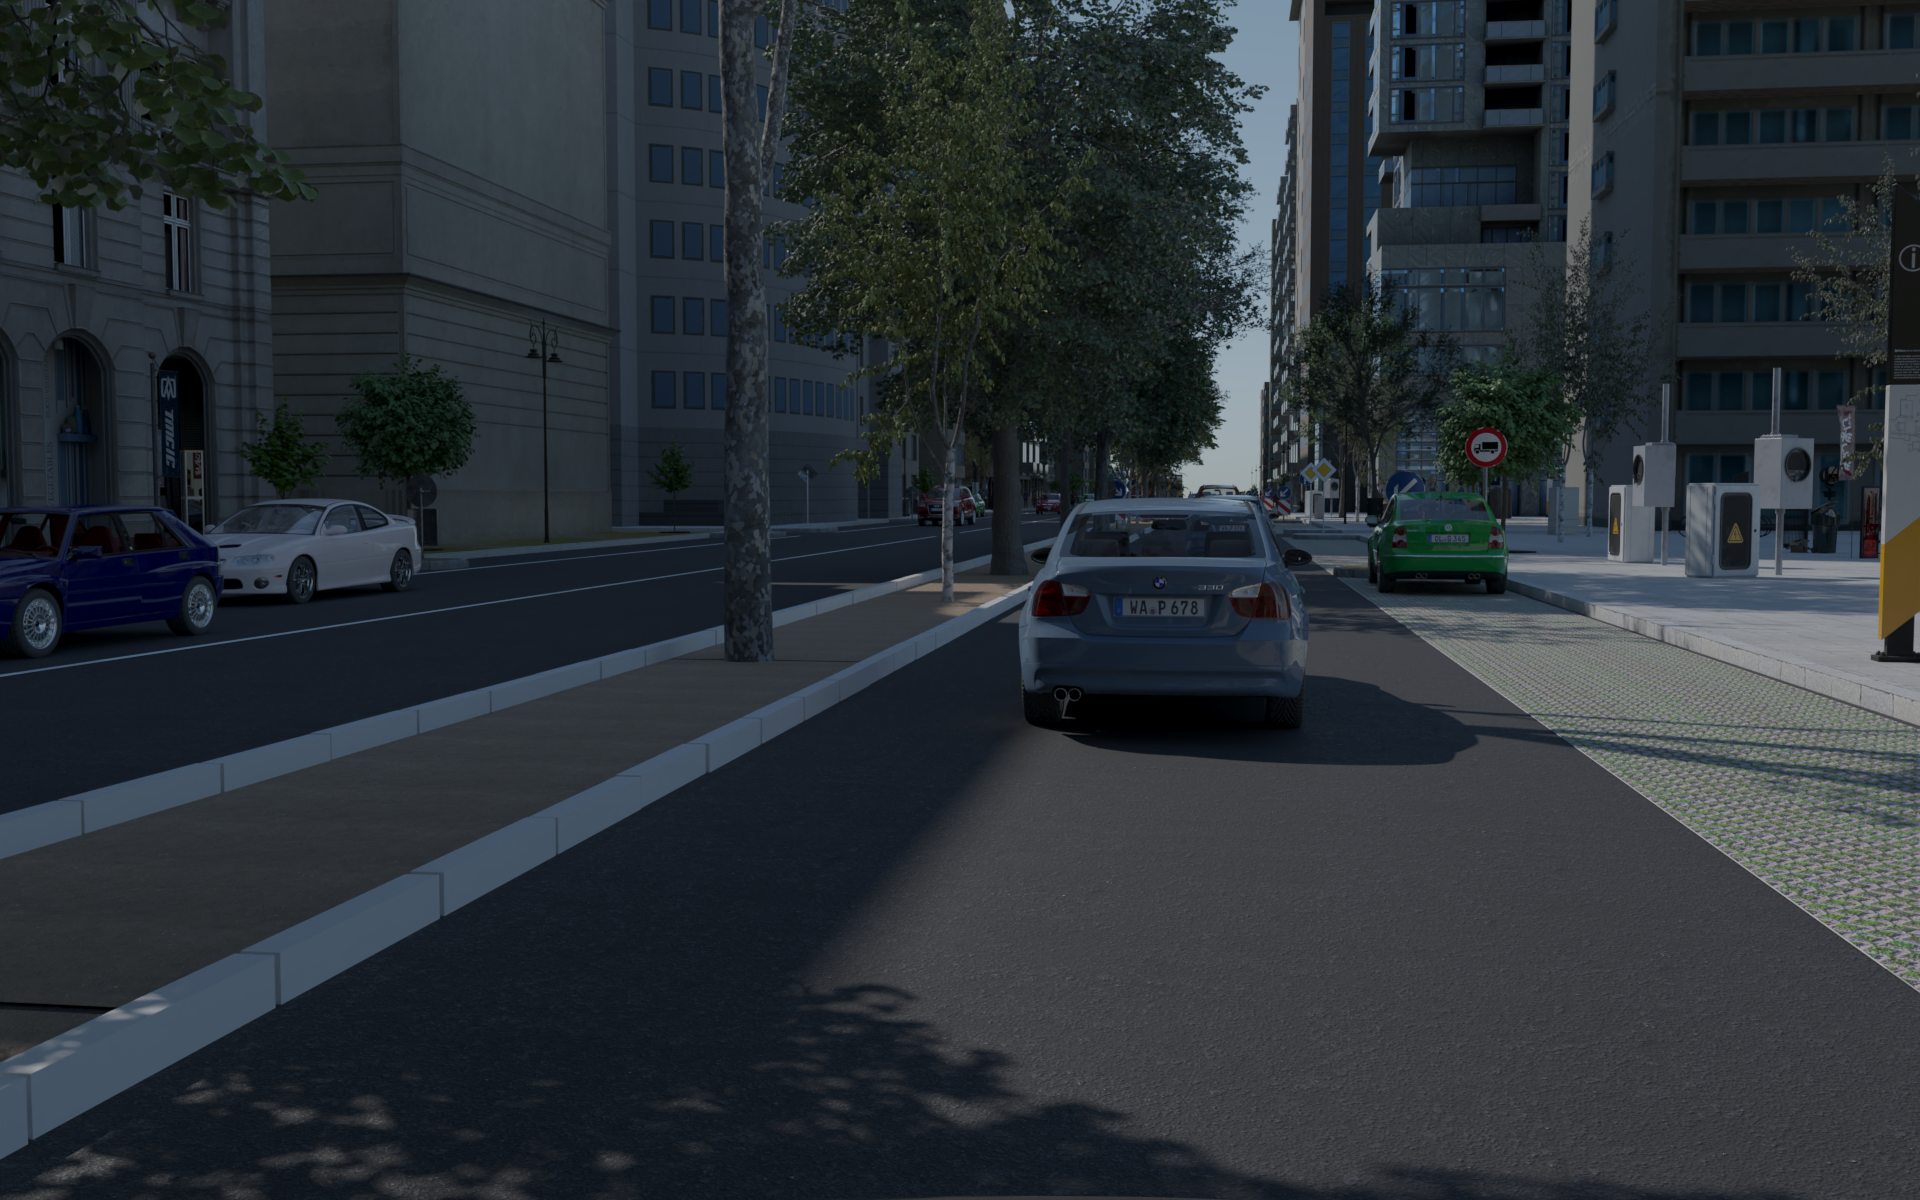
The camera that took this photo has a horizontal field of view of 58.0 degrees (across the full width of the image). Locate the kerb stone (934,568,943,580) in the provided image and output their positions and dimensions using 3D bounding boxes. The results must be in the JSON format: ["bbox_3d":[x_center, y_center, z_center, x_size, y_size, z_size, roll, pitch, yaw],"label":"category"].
[{"bbox_3d":[-0.453,-0.417,29.017,0.120,0.150,1.000,1,4,9],"label":"kerb stone"}]

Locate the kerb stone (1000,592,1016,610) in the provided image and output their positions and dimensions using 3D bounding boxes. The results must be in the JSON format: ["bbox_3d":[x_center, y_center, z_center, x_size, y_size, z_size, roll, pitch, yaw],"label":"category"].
[{"bbox_3d":[0.553,0.037,21.593,0.120,0.150,1.000,1,4,9],"label":"kerb stone"}]

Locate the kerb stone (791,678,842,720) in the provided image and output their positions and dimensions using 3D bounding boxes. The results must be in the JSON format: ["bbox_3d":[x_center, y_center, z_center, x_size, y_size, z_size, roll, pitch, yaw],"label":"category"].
[{"bbox_3d":[-0.966,0.658,11.456,0.120,0.150,1.000,1,4,9],"label":"kerb stone"}]

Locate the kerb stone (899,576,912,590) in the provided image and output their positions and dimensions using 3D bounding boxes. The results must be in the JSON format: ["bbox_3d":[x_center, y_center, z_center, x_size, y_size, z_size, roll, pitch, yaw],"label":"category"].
[{"bbox_3d":[-0.911,-0.227,25.982,0.120,0.150,1.000,1,4,9],"label":"kerb stone"}]

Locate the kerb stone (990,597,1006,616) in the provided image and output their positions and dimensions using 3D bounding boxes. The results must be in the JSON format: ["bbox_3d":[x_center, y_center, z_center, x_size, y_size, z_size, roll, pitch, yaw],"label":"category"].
[{"bbox_3d":[0.400,0.099,20.582,0.120,0.150,1.000,1,4,9],"label":"kerb stone"}]

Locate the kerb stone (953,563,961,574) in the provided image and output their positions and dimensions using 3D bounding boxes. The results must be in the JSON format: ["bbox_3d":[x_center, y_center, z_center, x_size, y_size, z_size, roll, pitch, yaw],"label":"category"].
[{"bbox_3d":[-0.158,-0.541,31.045,0.120,0.150,1.000,1,4,9],"label":"kerb stone"}]

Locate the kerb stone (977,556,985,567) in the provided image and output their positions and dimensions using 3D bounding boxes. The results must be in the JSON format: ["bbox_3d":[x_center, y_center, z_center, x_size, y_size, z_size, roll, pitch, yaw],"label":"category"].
[{"bbox_3d":[0.311,-0.727,34.081,0.120,0.150,1.000,1,4,9],"label":"kerb stone"}]

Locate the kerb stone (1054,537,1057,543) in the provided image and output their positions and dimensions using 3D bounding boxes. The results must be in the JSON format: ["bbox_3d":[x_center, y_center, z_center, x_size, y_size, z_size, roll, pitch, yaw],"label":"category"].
[{"bbox_3d":[2.581,-1.657,49.282,0.120,0.150,1.000,1,4,9],"label":"kerb stone"}]

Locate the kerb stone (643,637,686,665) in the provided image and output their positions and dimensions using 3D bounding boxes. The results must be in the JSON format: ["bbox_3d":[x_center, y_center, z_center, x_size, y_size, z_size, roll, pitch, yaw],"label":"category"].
[{"bbox_3d":[-2.584,0.454,14.838,0.120,0.150,1.000,1,4,9],"label":"kerb stone"}]

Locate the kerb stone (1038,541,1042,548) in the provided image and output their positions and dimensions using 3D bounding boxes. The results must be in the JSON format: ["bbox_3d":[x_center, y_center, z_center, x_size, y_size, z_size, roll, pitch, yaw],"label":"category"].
[{"bbox_3d":[1.977,-1.409,45.228,0.120,0.150,1.000,1,4,9],"label":"kerb stone"}]

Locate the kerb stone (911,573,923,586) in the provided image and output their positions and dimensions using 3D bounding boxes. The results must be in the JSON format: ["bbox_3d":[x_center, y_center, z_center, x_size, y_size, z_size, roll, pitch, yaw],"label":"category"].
[{"bbox_3d":[-0.760,-0.293,26.996,0.120,0.150,1.000,1,4,9],"label":"kerb stone"}]

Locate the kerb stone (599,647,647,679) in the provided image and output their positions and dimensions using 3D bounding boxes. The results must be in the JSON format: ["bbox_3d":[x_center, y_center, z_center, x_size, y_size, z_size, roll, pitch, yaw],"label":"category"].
[{"bbox_3d":[-2.738,0.512,13.823,0.120,0.150,1.000,1,4,9],"label":"kerb stone"}]

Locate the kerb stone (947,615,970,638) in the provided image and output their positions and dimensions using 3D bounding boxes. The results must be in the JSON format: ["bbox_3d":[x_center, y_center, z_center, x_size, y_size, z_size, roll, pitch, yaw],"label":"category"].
[{"bbox_3d":[-0.053,0.284,17.548,0.120,0.150,1.000,1,4,9],"label":"kerb stone"}]

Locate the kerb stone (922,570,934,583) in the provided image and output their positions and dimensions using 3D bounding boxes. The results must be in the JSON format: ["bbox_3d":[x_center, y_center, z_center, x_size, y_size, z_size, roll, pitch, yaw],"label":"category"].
[{"bbox_3d":[-0.605,-0.355,28.006,0.120,0.150,1.000,1,4,9],"label":"kerb stone"}]

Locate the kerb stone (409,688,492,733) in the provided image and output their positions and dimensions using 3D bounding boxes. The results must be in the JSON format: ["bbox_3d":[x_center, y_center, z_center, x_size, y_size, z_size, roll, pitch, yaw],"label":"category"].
[{"bbox_3d":[-3.195,0.698,10.788,0.120,0.150,1.000,1,4,9],"label":"kerb stone"}]

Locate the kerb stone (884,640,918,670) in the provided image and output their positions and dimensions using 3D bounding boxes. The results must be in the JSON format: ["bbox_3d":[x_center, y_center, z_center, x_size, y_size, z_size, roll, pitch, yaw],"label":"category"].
[{"bbox_3d":[-0.519,0.471,14.497,0.120,0.150,1.000,1,4,9],"label":"kerb stone"}]

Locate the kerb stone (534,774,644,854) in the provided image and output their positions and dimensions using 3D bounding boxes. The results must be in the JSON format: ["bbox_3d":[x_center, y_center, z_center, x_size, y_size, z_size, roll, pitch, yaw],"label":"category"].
[{"bbox_3d":[-1.583,0.909,7.388,0.120,0.150,1.000,1,4,9],"label":"kerb stone"}]

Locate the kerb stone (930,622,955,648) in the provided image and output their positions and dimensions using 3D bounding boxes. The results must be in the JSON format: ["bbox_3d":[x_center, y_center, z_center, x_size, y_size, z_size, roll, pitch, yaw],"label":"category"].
[{"bbox_3d":[-0.204,0.347,16.528,0.120,0.150,1.000,1,4,9],"label":"kerb stone"}]

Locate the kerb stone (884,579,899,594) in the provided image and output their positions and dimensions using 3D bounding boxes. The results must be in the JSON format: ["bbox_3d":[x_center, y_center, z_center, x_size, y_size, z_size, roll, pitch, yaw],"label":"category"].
[{"bbox_3d":[-1.066,-0.168,24.972,0.120,0.150,1.000,1,4,9],"label":"kerb stone"}]

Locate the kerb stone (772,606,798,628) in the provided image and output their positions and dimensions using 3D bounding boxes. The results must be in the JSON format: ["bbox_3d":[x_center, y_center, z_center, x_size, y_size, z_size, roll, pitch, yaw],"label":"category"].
[{"bbox_3d":[-1.971,0.203,18.886,0.120,0.150,1.000,1,4,9],"label":"kerb stone"}]

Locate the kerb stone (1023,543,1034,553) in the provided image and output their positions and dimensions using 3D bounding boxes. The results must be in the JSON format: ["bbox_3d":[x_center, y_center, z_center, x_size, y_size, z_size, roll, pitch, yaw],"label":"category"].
[{"bbox_3d":[1.679,-1.285,43.203,0.120,0.150,1.000,1,4,9],"label":"kerb stone"}]

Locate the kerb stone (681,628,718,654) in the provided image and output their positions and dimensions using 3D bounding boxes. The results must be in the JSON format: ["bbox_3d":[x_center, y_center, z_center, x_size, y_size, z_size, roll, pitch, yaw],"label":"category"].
[{"bbox_3d":[-2.441,0.396,15.851,0.120,0.150,1.000,1,4,9],"label":"kerb stone"}]

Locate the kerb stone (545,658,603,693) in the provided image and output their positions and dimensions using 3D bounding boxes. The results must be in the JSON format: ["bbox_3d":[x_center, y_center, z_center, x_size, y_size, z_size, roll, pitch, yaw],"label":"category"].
[{"bbox_3d":[-2.898,0.574,12.810,0.120,0.150,1.000,1,4,9],"label":"kerb stone"}]

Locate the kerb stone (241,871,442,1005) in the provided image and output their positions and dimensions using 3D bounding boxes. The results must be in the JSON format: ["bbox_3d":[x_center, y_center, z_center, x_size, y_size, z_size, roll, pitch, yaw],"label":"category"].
[{"bbox_3d":[-1.889,1.032,5.357,0.120,0.150,1.000,1,4,9],"label":"kerb stone"}]

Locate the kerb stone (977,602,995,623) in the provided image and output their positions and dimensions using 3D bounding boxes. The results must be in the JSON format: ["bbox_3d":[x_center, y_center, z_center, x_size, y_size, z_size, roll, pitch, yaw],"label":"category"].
[{"bbox_3d":[0.246,0.161,19.571,0.120,0.150,1.000,1,4,9],"label":"kerb stone"}]

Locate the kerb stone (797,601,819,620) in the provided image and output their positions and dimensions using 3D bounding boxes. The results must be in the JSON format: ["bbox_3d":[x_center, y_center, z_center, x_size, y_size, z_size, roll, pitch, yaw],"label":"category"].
[{"bbox_3d":[-1.825,0.143,19.903,0.120,0.150,1.000,1,4,9],"label":"kerb stone"}]

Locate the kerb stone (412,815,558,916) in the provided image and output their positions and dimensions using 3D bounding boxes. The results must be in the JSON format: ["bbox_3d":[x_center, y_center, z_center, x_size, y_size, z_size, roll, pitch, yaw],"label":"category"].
[{"bbox_3d":[-1.735,0.967,6.377,0.120,0.150,1.000,1,4,9],"label":"kerb stone"}]

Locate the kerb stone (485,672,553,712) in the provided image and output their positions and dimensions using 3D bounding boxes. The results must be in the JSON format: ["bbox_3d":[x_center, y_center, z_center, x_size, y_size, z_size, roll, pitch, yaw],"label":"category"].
[{"bbox_3d":[-3.039,0.636,11.798,0.120,0.150,1.000,1,4,9],"label":"kerb stone"}]

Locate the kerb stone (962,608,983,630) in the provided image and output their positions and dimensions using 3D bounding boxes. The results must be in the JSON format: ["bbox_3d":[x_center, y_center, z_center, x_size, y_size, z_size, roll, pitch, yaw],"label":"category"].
[{"bbox_3d":[0.096,0.225,18.560,0.120,0.150,1.000,1,4,9],"label":"kerb stone"}]

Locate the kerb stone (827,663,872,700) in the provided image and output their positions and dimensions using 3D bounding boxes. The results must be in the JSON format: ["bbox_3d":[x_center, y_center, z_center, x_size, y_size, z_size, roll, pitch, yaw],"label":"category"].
[{"bbox_3d":[-0.813,0.595,12.470,0.120,0.150,1.000,1,4,9],"label":"kerb stone"}]

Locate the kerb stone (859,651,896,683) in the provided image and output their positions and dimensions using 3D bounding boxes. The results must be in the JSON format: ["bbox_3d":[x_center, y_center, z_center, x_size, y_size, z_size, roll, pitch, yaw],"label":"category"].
[{"bbox_3d":[-0.670,0.534,13.482,0.120,0.150,1.000,1,4,9],"label":"kerb stone"}]

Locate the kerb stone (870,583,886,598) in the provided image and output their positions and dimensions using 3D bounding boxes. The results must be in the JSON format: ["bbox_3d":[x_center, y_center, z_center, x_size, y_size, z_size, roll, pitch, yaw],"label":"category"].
[{"bbox_3d":[-1.214,-0.108,23.960,0.120,0.150,1.000,1,4,9],"label":"kerb stone"}]

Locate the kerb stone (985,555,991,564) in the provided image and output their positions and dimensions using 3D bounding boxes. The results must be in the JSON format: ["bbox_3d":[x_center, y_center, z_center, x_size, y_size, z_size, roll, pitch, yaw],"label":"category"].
[{"bbox_3d":[0.452,-0.789,35.098,0.120,0.150,1.000,1,4,9],"label":"kerb stone"}]

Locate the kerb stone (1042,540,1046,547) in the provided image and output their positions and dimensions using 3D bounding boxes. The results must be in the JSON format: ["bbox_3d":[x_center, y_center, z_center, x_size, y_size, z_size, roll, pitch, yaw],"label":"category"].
[{"bbox_3d":[2.129,-1.470,46.244,0.120,0.150,1.000,1,4,9],"label":"kerb stone"}]

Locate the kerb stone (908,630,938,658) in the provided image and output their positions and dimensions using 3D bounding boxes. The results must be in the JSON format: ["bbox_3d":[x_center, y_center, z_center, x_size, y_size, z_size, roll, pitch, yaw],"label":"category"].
[{"bbox_3d":[-0.361,0.409,15.507,0.120,0.150,1.000,1,4,9],"label":"kerb stone"}]

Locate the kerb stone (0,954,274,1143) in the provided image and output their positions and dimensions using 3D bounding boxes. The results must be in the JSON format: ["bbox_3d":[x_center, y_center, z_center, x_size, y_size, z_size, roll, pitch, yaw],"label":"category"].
[{"bbox_3d":[-2.042,1.093,4.341,0.120,0.150,1.000,1,4,9],"label":"kerb stone"}]

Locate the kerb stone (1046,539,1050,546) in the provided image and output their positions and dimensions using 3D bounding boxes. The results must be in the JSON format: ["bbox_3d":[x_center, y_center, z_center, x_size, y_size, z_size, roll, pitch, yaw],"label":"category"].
[{"bbox_3d":[2.283,-1.533,47.258,0.120,0.150,1.000,1,4,9],"label":"kerb stone"}]

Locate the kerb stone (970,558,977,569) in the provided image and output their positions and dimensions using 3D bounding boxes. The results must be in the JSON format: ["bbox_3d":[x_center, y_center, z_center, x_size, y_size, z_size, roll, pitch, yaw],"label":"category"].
[{"bbox_3d":[0.152,-0.665,33.071,0.120,0.150,1.000,1,4,9],"label":"kerb stone"}]

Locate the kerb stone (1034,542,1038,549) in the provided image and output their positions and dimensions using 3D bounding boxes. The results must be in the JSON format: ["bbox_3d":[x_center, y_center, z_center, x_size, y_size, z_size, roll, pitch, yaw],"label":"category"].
[{"bbox_3d":[1.815,-1.347,44.217,0.120,0.150,1.000,1,4,9],"label":"kerb stone"}]

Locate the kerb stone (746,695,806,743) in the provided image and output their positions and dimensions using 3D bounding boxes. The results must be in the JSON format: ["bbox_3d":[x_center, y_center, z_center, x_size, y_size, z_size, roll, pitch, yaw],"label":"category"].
[{"bbox_3d":[-1.120,0.719,10.434,0.120,0.150,1.000,1,4,9],"label":"kerb stone"}]

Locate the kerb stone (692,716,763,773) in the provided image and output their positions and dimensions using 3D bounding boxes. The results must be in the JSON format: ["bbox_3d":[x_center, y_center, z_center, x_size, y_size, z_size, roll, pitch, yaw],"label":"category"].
[{"bbox_3d":[-1.273,0.782,9.409,0.120,0.150,1.000,1,4,9],"label":"kerb stone"}]

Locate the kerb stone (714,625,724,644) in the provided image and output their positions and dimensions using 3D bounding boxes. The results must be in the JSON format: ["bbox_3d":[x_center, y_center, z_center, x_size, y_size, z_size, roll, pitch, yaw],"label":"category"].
[{"bbox_3d":[-2.282,0.329,16.860,0.120,0.150,1.000,1,4,9],"label":"kerb stone"}]

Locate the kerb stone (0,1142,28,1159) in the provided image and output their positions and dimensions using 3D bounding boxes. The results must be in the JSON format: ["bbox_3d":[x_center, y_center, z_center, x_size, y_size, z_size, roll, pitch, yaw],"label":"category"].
[{"bbox_3d":[-2.187,1.154,3.328,0.120,0.150,1.000,1,4,9],"label":"kerb stone"}]

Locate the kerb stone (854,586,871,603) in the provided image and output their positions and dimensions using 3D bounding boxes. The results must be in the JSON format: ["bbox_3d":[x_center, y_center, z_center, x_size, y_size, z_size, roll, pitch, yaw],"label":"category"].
[{"bbox_3d":[-1.365,-0.046,22.945,0.120,0.150,1.000,1,4,9],"label":"kerb stone"}]

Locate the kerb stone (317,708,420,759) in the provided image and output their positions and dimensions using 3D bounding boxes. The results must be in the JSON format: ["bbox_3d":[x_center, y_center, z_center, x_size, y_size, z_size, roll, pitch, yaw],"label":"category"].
[{"bbox_3d":[-3.351,0.760,9.777,0.120,0.150,1.000,1,4,9],"label":"kerb stone"}]

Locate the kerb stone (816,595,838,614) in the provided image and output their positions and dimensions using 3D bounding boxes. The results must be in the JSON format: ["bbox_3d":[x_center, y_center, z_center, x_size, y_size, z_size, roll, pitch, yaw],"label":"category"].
[{"bbox_3d":[-1.667,0.079,20.919,0.120,0.150,1.000,1,4,9],"label":"kerb stone"}]

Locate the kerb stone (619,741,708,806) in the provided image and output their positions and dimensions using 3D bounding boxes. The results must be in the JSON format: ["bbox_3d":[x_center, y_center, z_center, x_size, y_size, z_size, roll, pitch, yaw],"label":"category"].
[{"bbox_3d":[-1.439,0.845,8.400,0.120,0.150,1.000,1,4,9],"label":"kerb stone"}]

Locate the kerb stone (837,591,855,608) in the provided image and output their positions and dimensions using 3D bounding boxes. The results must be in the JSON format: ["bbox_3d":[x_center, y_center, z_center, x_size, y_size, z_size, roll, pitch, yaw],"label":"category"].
[{"bbox_3d":[-1.527,0.020,21.932,0.120,0.150,1.000,1,4,9],"label":"kerb stone"}]

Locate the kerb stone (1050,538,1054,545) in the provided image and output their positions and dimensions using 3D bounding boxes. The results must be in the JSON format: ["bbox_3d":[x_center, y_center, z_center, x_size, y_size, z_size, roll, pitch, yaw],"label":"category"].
[{"bbox_3d":[2.433,-1.595,48.270,0.120,0.150,1.000,1,4,9],"label":"kerb stone"}]

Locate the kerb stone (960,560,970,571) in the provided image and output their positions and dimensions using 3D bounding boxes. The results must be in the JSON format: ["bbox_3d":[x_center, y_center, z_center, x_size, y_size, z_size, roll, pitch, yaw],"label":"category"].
[{"bbox_3d":[-0.001,-0.603,32.061,0.120,0.150,1.000,1,4,9],"label":"kerb stone"}]
